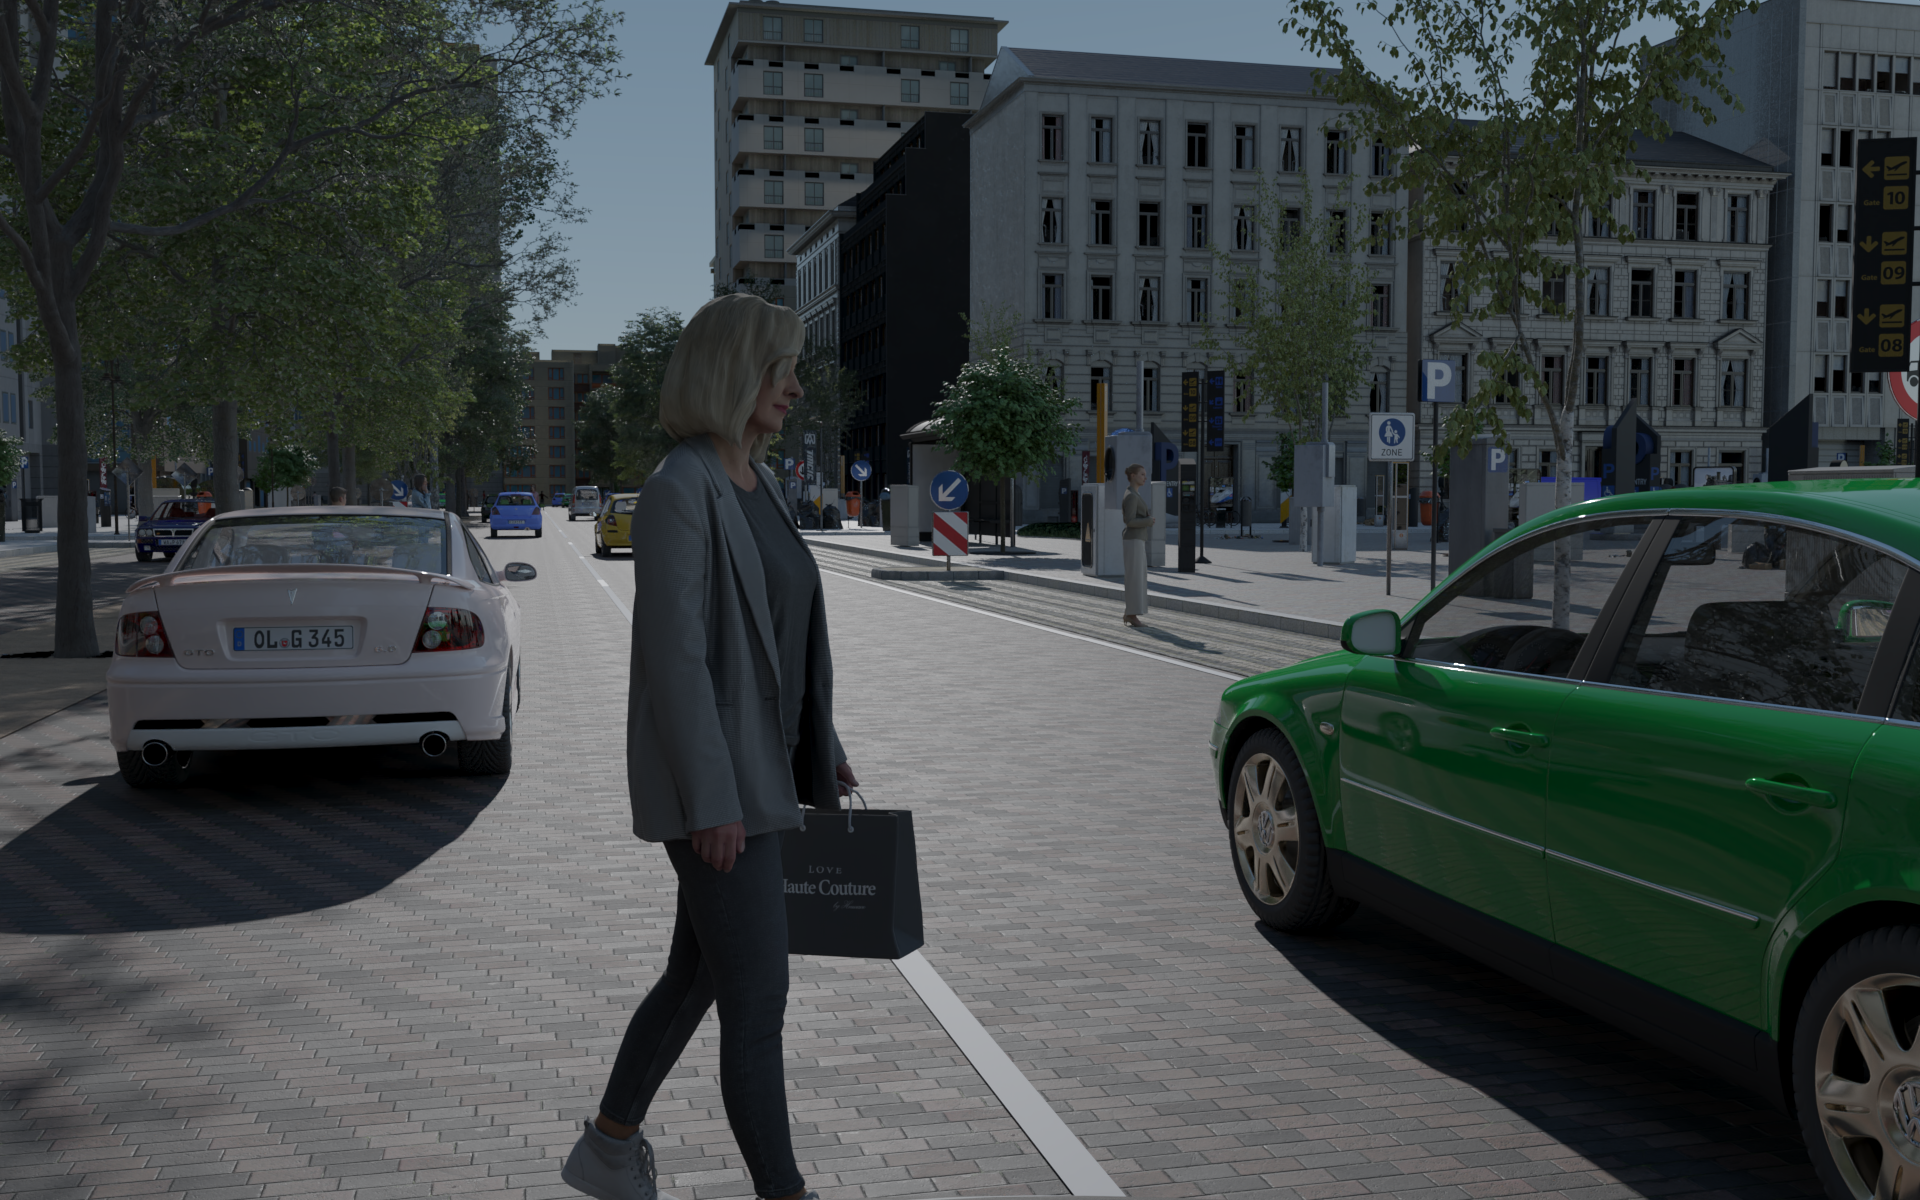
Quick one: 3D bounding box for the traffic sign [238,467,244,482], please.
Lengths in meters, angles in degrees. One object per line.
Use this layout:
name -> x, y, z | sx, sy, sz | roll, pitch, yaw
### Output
traffic sign -> -33.093, -4.831, 79.098 | 0.768, 2.556, 0.104 | 0, 4, -6

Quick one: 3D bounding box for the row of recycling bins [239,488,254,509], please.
row of recycling bins -> -48.510, -6.561, 114.383 | 3.534, 1.692, 1.069 | -1, 4, -12

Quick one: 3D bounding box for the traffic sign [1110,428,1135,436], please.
traffic sign -> 3.170, -2.045, 33.542 | 0.768, 2.556, 0.104 | -1, 4, -10

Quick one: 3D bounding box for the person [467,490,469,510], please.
person -> -44.595, -9.046, 156.533 | 0.705, 1.807, 1.348 | 0, 4, 7

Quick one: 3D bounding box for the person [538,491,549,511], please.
person -> -36.392, -8.659, 150.903 | 1.217, 1.723, 0.721 | 0, 4, 3

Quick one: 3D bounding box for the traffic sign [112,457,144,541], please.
traffic sign -> -22.603, -2.656, 47.071 | 0.795, 2.450, 0.064 | -1, 4, -14

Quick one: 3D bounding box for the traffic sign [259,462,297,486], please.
traffic sign -> -40.999, -6.754, 104.298 | 2.265, 3.308, 0.079 | -1, 4, -11

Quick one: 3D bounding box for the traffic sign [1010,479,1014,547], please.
traffic sign -> 1.253, -2.543, 41.684 | 0.768, 2.556, 0.104 | -1, 4, -10

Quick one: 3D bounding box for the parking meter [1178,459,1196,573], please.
parking meter -> 3.718, -1.386, 28.365 | 0.255, 1.863, 0.399 | 0, 4, 1

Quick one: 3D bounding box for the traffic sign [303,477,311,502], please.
traffic sign -> -42.445, -6.861, 112.285 | 0.768, 2.556, 0.104 | -1, 4, -8

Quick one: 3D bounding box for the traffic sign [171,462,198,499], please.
traffic sign -> -24.524, -3.130, 54.823 | 0.795, 2.450, 0.064 | -1, 4, -14

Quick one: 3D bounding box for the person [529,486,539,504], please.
person -> -19.769, -4.383, 80.179 | 0.555, 1.821, 0.388 | -2, 4, -30

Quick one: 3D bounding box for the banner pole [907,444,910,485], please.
banner pole -> -2.455, -5.828, 85.304 | 0.401, 3.779, 0.863 | 0, 4, 3

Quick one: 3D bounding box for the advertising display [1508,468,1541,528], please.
advertising display -> 14.072, -2.331, 43.329 | 0.974, 1.923, 0.123 | -1, 4, -16

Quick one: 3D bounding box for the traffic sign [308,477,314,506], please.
traffic sign -> -43.848, -7.121, 116.534 | 0.768, 2.556, 0.104 | 0, 4, -5

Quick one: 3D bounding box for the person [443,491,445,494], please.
person -> -48.877, -9.501, 164.363 | 0.617, 1.759, 0.750 | 1, 4, 22

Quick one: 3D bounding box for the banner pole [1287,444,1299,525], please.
banner pole -> 13.899, -5.019, 72.084 | 0.401, 3.779, 0.863 | 3, 5, 41

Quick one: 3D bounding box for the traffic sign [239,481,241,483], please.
traffic sign -> -37.984, -5.540, 90.685 | 0.768, 2.556, 0.104 | -1, 4, -13

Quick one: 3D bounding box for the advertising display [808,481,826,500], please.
advertising display -> -7.193, -5.015, 87.214 | 0.974, 1.923, 0.123 | 1, 4, 18

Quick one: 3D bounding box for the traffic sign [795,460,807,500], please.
traffic sign -> -5.801, -3.978, 65.145 | 0.768, 2.556, 0.104 | 0, 4, -6

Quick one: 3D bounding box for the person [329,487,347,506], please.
person -> -7.082, -0.518, 19.567 | 0.503, 1.515, 0.523 | -3, 4, -38

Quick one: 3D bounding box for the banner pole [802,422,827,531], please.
banner pole -> -5.031, -4.279, 59.985 | 0.863, 3.779, 0.401 | -1, 4, -18

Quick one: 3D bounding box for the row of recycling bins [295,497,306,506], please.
row of recycling bins -> -46.879, -7.043, 122.266 | 1.069, 1.692, 3.534 | -1, 4, -15

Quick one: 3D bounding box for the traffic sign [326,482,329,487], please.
traffic sign -> -44.674, -7.540, 123.290 | 0.884, 2.594, 0.081 | -1, 4, -9

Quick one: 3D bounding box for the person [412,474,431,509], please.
person -> -9.810, -1.389, 31.476 | 0.793, 1.790, 0.793 | 3, 5, 42

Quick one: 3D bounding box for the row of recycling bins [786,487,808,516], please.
row of recycling bins -> -8.937, -5.940, 104.225 | 1.069, 1.692, 3.534 | 2, 4, 27

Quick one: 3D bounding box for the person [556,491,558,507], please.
person -> -44.641, -11.164, 191.588 | 0.434, 1.755, 0.990 | 0, 4, -1

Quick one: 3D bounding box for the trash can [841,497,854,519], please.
trash can -> -5.720, -4.683, 88.227 | 0.748, 1.137, 0.748 | 0, 3, 0

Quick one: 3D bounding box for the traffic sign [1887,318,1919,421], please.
traffic sign -> 6.952, -0.757, 12.490 | 0.768, 2.556, 0.104 | -1, 4, -13

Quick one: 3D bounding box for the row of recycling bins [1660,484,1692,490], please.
row of recycling bins -> 29.037, -3.891, 70.731 | 1.069, 1.692, 3.534 | -1, 4, -23

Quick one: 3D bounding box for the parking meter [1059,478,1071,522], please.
parking meter -> 3.815, -3.507, 63.056 | 0.399, 1.863, 0.255 | 2, 4, 24

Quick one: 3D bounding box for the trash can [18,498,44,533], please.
trash can -> -30.420, -2.759, 56.762 | 0.748, 1.137, 0.748 | 0, 3, 0

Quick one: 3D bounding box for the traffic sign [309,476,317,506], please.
traffic sign -> -44.600, -7.274, 119.030 | 0.768, 2.556, 0.104 | -1, 4, -9

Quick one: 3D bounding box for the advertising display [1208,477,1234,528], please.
advertising display -> 9.854, -3.683, 65.428 | 0.974, 1.923, 0.123 | -1, 4, -11

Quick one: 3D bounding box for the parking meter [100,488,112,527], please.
parking meter -> -33.320, -3.617, 67.547 | 0.372, 1.533, 0.369 | 0, 3, 0

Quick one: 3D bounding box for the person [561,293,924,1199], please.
person -> -0.425, 0.328, 3.316 | 0.728, 1.800, 0.709 | 1, 4, 18

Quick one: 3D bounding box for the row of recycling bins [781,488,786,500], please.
row of recycling bins -> -12.630, -7.009, 121.702 | 1.069, 1.692, 3.534 | 1, 4, 9

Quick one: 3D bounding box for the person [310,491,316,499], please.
person -> -76.055, -11.911, 203.950 | 0.721, 1.736, 1.217 | 1, 4, 17

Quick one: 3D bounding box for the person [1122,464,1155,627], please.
person -> 1.914, -0.583, 18.584 | 0.362, 1.759, 0.519 | 0, 4, 6

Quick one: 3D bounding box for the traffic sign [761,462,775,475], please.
traffic sign -> -5.859, -2.908, 51.186 | 0.795, 2.450, 0.064 | -1, 4, -14

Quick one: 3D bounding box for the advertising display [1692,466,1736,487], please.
advertising display -> 17.434, -2.132, 40.075 | 0.123, 1.923, 0.974 | -3, 5, -41

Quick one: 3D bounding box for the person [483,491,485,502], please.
person -> -53.374, -11.374, 194.405 | 0.705, 1.831, 1.348 | 0, 4, -7

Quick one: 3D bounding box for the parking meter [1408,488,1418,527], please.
parking meter -> 17.668, -3.615, 67.518 | 0.372, 1.533, 0.369 | 0, 3, 0

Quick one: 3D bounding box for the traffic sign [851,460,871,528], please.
traffic sign -> -3.746, -4.009, 65.659 | 0.768, 2.556, 0.104 | 0, 4, -6

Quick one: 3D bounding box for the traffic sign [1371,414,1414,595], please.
traffic sign -> 5.429, -1.208, 21.879 | 0.606, 2.300, 0.079 | -1, 4, -11

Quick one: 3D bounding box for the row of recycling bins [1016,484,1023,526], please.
row of recycling bins -> 1.177, -3.879, 70.536 | 3.534, 1.692, 1.069 | 3, 5, 45
